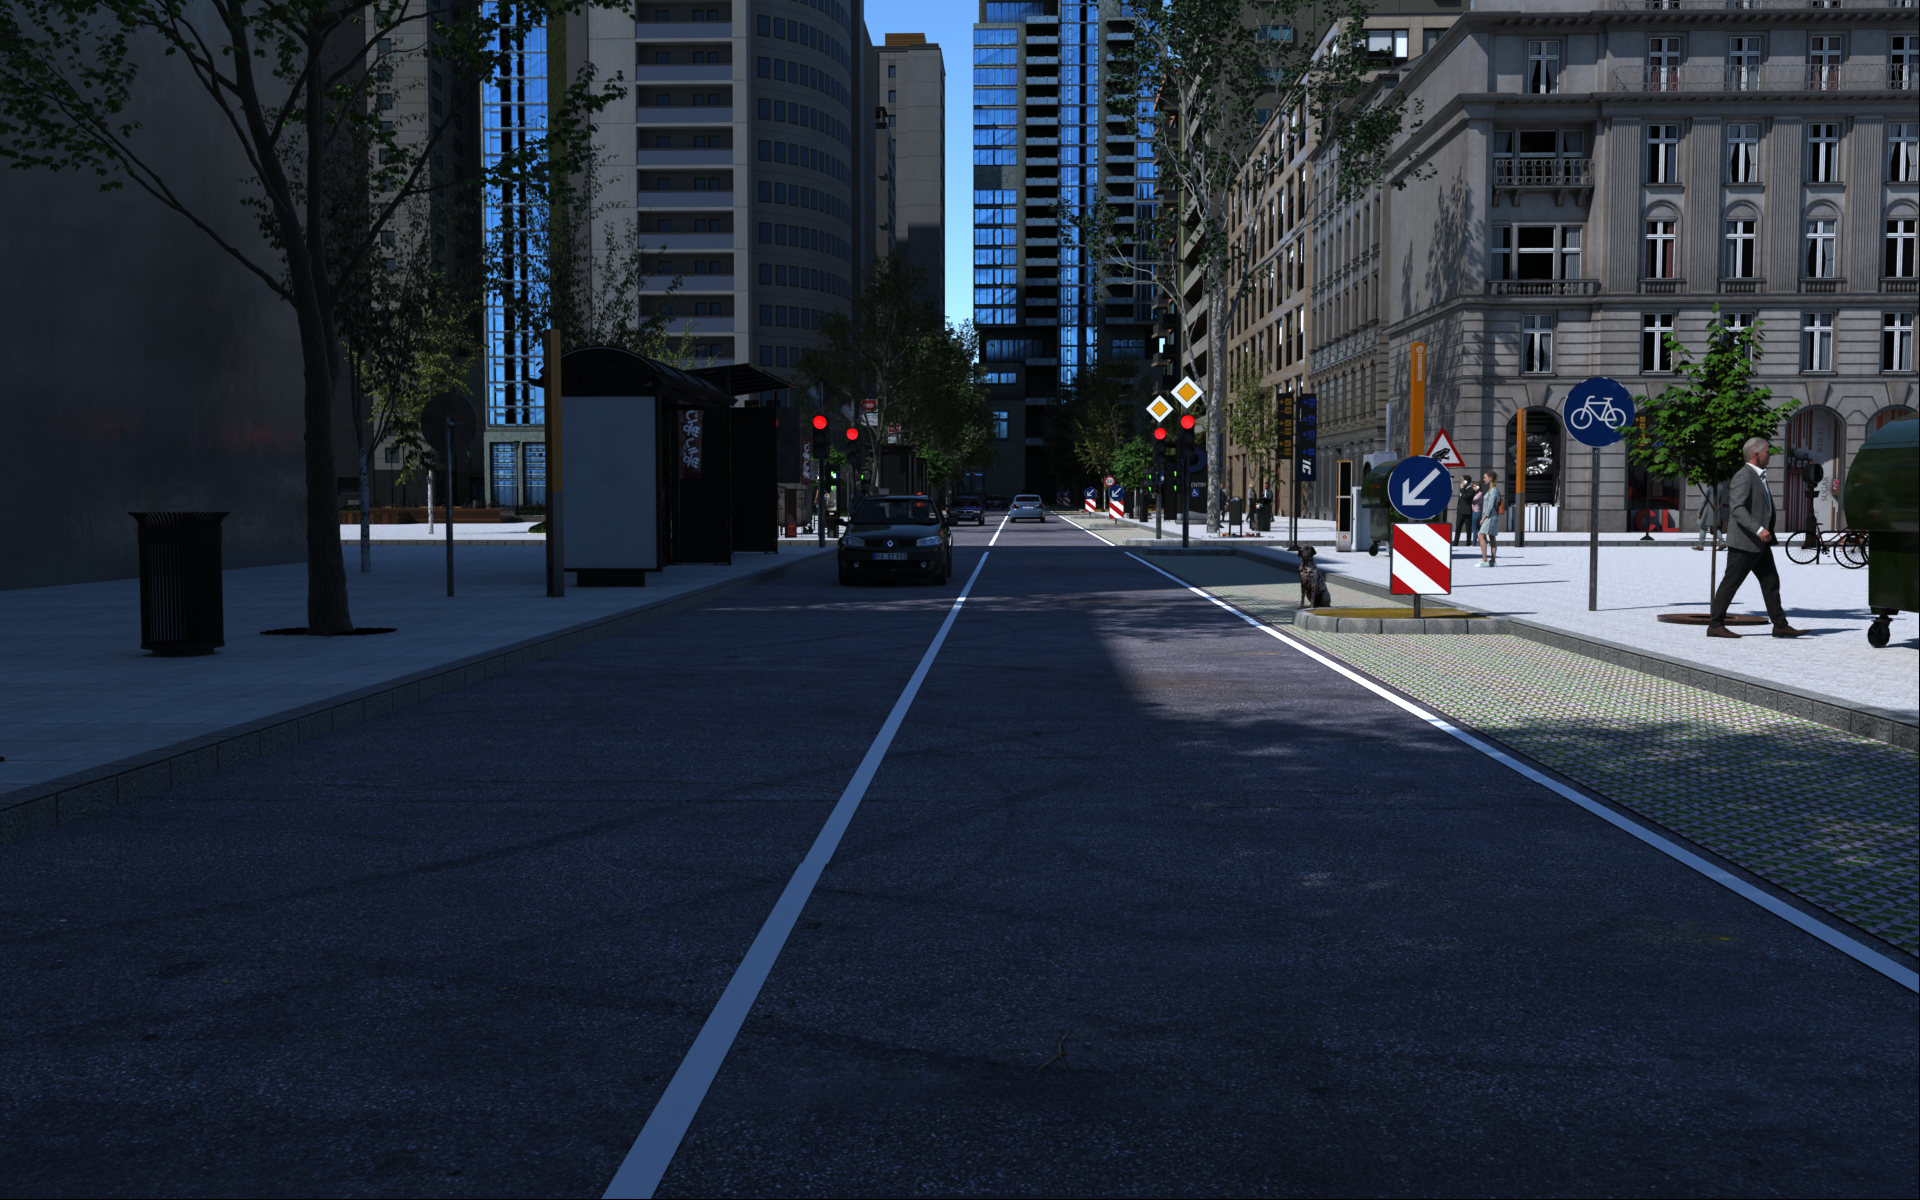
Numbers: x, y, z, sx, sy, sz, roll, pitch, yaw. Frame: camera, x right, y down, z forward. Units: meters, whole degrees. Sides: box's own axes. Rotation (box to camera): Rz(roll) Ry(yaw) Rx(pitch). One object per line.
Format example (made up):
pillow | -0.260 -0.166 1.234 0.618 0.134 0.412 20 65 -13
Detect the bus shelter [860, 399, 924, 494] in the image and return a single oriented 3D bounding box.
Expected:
bus shelter | -3.017 -5.992 75.607 2.179 5.291 8.768 0 4 2

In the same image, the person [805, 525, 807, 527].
person | -6.423 -3.797 68.523 0.834 1.777 0.661 1 4 22

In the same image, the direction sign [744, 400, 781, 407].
direction sign | -4.754 -3.046 41.793 0.876 3.537 0.379 0 4 6

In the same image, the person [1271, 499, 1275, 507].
person | 17.495 -5.335 97.541 0.475 1.303 0.640 1 4 12

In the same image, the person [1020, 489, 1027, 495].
person | 4.921 -7.728 134.795 1.348 1.831 0.705 -1 4 -12

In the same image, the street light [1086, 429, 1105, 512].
street light | 9.693 -9.240 123.622 1.470 5.913 1.316 0 4 2

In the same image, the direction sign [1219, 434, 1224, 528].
direction sign | 9.807 -4.489 65.397 0.379 3.537 0.876 0 4 -2

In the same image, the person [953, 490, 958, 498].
person | -0.700 -11.338 191.942 1.217 1.766 0.721 1 4 11

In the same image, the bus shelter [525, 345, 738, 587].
bus shelter | -4.815 -1.984 26.368 2.014 3.302 5.546 0 4 2

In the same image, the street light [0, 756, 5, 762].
street light | -4.228 -2.173 8.067 1.470 5.913 1.316 0 4 2

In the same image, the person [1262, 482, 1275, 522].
person | 13.851 -4.402 77.998 0.713 1.824 0.794 0 4 -3

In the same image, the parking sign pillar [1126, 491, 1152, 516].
parking sign pillar | 10.362 -6.830 100.135 1.447 3.967 1.447 -2 4 -30

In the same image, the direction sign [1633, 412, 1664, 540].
direction sign | 19.071 -3.422 47.955 0.876 3.537 0.379 3 5 43

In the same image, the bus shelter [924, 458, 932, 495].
bus shelter | -2.926 -7.535 100.834 2.179 5.291 8.768 0 4 2

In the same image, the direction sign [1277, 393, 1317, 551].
direction sign | 7.577 -2.876 39.014 0.876 3.537 0.379 0 4 -5

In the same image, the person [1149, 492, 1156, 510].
person | 15.192 -7.860 135.336 0.721 1.735 1.217 -3 5 -42

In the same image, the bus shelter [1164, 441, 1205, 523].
bus shelter | 10.131 -5.403 79.615 1.731 3.624 6.357 0 4 2

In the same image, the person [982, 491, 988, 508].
person | 2.650 -10.152 175.198 0.721 1.743 1.217 3 5 39

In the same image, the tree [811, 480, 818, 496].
tree | -9.081 -6.989 108.867 1.663 3.219 1.824 0 3 0

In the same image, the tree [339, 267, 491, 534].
tree | -17.277 -6.431 55.512 4.737 8.622 4.395 0 3 0

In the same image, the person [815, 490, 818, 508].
person | -6.875 -4.860 85.595 0.616 1.811 0.778 0 4 4

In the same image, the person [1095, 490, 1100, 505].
person | 15.382 -11.539 195.231 0.617 1.759 0.750 2 4 29

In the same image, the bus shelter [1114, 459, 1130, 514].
bus shelter | 11.324 -7.634 116.100 1.731 3.624 6.357 0 4 2

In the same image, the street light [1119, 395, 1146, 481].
street light | 8.145 -6.642 81.144 1.470 5.913 1.316 0 4 2

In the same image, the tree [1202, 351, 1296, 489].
tree | 15.107 -8.457 88.629 4.737 8.622 4.395 0 3 0

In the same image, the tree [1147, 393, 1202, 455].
tree | 15.254 -10.377 120.025 4.737 8.622 4.395 0 3 0

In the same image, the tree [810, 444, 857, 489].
tree | -8.417 -7.953 113.740 4.285 4.588 4.351 0 3 0

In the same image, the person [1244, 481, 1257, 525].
person | 12.051 -3.983 71.352 0.728 1.800 0.709 3 4 38

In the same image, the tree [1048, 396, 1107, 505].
tree | 13.843 -17.169 198.838 7.486 12.596 7.792 0 3 0

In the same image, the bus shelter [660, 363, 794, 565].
bus shelter | -4.530 -2.625 34.208 1.731 3.624 6.357 0 4 2

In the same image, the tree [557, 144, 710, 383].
tree | -8.035 -5.262 36.399 4.360 8.622 3.978 0 3 0

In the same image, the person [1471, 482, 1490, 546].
person | 13.499 -2.201 45.076 0.643 1.750 0.593 1 4 11

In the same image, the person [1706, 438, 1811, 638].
person | 7.094 -0.545 15.356 0.834 1.777 0.661 2 4 32

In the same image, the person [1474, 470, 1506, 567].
person | 9.324 -1.432 30.453 0.522 1.701 0.512 1 4 16

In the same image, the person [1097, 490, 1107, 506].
person | 15.693 -11.303 191.574 1.217 1.743 0.721 -1 4 -16

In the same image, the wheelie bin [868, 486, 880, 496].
wheelie bin | -3.601 -3.720 68.730 0.980 1.594 0.693 -1 4 -22

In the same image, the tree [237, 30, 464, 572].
tree | -9.504 -4.755 28.101 4.360 8.622 3.978 0 3 0

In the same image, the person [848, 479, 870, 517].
person | -2.239 -1.920 40.235 0.721 1.781 0.623 1 4 10

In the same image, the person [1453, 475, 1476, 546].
person | 12.471 -2.147 42.960 0.474 1.900 0.648 -2 4 -29

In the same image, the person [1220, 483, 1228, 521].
person | 12.536 -4.702 83.016 0.635 1.810 0.391 2 4 35

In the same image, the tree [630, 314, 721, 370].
tree | -11.690 -7.415 71.596 4.737 8.622 4.395 0 3 0

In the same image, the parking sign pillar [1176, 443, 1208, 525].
parking sign pillar | 9.869 -5.185 73.249 1.447 3.967 1.447 -1 4 -14

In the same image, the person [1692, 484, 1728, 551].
person | 16.938 -2.016 39.114 0.694 1.812 0.767 -2 4 -25

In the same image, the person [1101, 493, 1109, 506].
person | 15.017 -10.461 180.261 0.628 1.438 0.799 2 4 31
